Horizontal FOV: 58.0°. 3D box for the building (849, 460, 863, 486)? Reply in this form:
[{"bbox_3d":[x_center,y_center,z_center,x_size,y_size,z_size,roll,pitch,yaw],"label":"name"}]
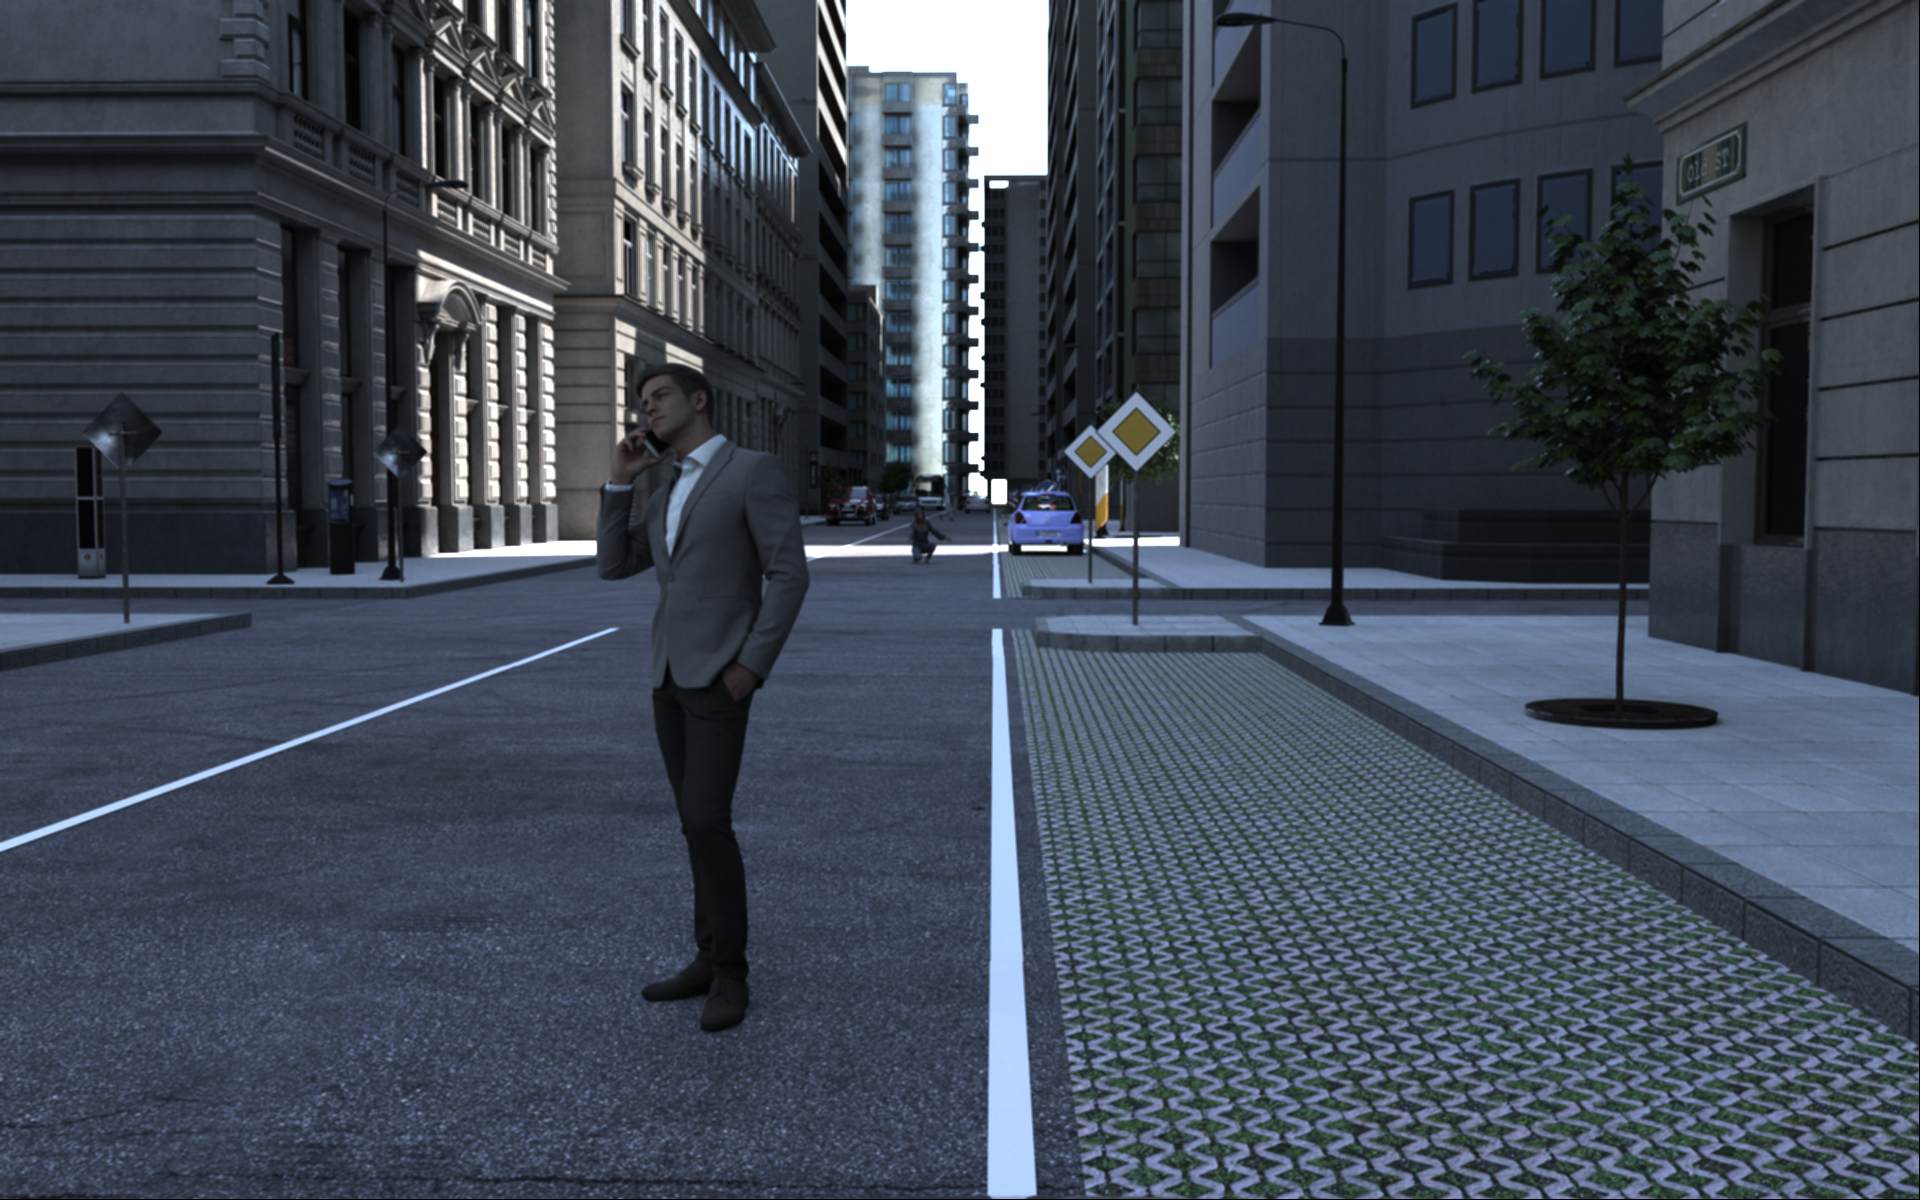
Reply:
[{"bbox_3d":[-18.016,-42.390,131.330,20.563,71.187,20.611,0,4,1],"label":"building"}]

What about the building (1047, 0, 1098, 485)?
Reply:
[{"bbox_3d":[17.736,-31.190,133.665,21.300,48.544,21.600,0,4,1],"label":"building"}]

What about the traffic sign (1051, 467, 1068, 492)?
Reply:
[{"bbox_3d":[4.724,-5.024,82.248,0.768,2.556,0.104,1,4,9],"label":"traffic sign"}]

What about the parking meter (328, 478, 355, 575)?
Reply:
[{"bbox_3d":[-9.888,-1.179,27.686,0.372,1.533,0.369,0,3,0],"label":"parking meter"}]

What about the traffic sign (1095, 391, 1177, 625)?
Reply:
[{"bbox_3d":[1.717,-0.812,16.927,0.795,2.450,0.064,0,4,1],"label":"traffic sign"}]

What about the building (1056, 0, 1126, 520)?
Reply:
[{"bbox_3d":[15.644,-39.748,88.127,20.563,71.187,20.611,0,4,1],"label":"building"}]

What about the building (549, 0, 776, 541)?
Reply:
[{"bbox_3d":[-16.348,-13.938,61.166,16.112,22.955,30.059,0,4,1],"label":"building"}]

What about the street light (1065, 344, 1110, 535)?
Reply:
[{"bbox_3d":[3.948,-4.971,53.822,1.470,5.913,1.316,0,4,1],"label":"street light"}]

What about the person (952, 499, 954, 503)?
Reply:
[{"bbox_3d":[-0.908,-8.211,146.004,1.065,1.426,0.557,3,5,40],"label":"person"}]

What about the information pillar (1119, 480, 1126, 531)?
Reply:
[{"bbox_3d":[5.635,-4.186,59.790,0.183,3.616,0.504,1,4,20],"label":"information pillar"}]

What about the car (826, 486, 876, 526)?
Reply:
[{"bbox_3d":[-4.969,-4.341,79.647,2.281,1.827,5.304,0,4,1],"label":"car"}]

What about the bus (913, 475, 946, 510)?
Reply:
[{"bbox_3d":[-2.749,-9.966,157.803,2.948,3.499,13.247,0,4,-1],"label":"bus"}]

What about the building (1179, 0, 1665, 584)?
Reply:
[{"bbox_3d":[19.370,-29.998,32.460,28.212,58.520,21.231,0,4,1],"label":"building"}]

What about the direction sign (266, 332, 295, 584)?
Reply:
[{"bbox_3d":[-9.718,-1.998,24.667,0.379,3.537,0.876,-2,4,-26],"label":"direction sign"}]

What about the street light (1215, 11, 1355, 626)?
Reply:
[{"bbox_3d":[3.161,-2.710,16.849,1.470,5.913,1.316,0,4,1],"label":"street light"}]

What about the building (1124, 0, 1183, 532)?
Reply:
[{"bbox_3d":[12.993,-17.884,64.105,14.160,30.474,14.107,0,4,1],"label":"building"}]

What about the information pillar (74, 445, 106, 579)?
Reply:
[{"bbox_3d":[-13.165,-1.328,26.212,0.304,2.012,0.304,0,4,-5],"label":"information pillar"}]

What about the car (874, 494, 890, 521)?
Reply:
[{"bbox_3d":[-4.822,-5.197,94.754,2.009,1.686,4.222,0,4,1],"label":"car"}]

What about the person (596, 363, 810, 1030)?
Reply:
[{"bbox_3d":[-0.729,0.234,4.850,0.473,1.802,0.592,-2,4,-32],"label":"person"}]

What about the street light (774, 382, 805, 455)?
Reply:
[{"bbox_3d":[-7.106,-6.069,71.762,1.470,5.913,1.316,0,4,1],"label":"street light"}]

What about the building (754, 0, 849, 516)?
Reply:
[{"bbox_3d":[-18.716,-29.801,110.941,21.300,48.544,21.600,0,4,1],"label":"building"}]

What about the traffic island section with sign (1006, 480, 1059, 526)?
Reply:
[{"bbox_3d":[2.400,-2.542,50.194,1.989,1.847,2.006,0,4,1],"label":"traffic island section with sign"}]

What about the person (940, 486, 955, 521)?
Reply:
[{"bbox_3d":[-0.685,-5.190,93.232,0.818,1.842,0.514,1,4,15],"label":"person"}]

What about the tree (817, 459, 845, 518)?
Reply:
[{"bbox_3d":[-7.037,-6.111,94.521,1.663,3.219,1.824,0,3,0],"label":"tree"}]

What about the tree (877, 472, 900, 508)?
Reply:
[{"bbox_3d":[-6.357,-9.927,156.902,1.663,3.219,1.824,0,3,0],"label":"tree"}]

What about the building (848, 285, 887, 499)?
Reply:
[{"bbox_3d":[-22.142,-19.367,161.687,28.899,21.520,27.650,0,4,1],"label":"building"}]

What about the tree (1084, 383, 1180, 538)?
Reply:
[{"bbox_3d":[5.237,-4.137,51.361,4.285,4.588,4.351,0,3,0],"label":"tree"}]

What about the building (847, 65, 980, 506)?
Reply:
[{"bbox_3d":[-12.991,-35.275,196.361,30.456,49.044,23.786,0,4,1],"label":"building"}]

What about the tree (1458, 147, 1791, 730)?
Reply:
[{"bbox_3d":[3.651,-0.931,9.829,1.663,3.219,1.824,0,3,0],"label":"tree"}]

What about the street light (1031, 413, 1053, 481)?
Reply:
[{"bbox_3d":[4.754,-7.751,99.272,1.470,5.913,1.316,0,4,1],"label":"street light"}]

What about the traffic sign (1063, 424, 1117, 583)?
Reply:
[{"bbox_3d":[1.874,-1.301,24.910,0.795,2.450,0.064,0,4,1],"label":"traffic sign"}]

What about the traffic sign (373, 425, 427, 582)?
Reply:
[{"bbox_3d":[-8.117,-1.314,25.128,0.795,2.450,0.064,0,4,1],"label":"traffic sign"}]

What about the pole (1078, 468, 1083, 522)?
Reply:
[{"bbox_3d":[4.999,-4.771,71.847,0.158,3.312,0.155,0,3,0],"label":"pole"}]

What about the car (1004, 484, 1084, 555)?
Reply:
[{"bbox_3d":[2.026,-1.952,41.508,1.945,1.707,3.694,0,4,0],"label":"car"}]

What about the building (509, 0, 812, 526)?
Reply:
[{"bbox_3d":[-13.867,-15.735,86.150,11.050,23.489,19.941,0,4,1],"label":"building"}]

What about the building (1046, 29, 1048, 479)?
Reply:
[{"bbox_3d":[15.719,-31.603,166.820,14.600,45.320,14.200,0,4,1],"label":"building"}]

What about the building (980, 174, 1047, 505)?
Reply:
[{"bbox_3d":[14.305,-31.049,199.524,23.993,40.220,32.217,0,4,1],"label":"building"}]

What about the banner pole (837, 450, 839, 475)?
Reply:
[{"bbox_3d":[-6.953,-6.644,98.646,0.401,3.779,0.863,0,4,2],"label":"banner pole"}]

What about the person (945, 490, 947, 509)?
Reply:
[{"bbox_3d":[-1.302,-9.999,171.981,0.705,1.824,1.348,2,4,27],"label":"person"}]

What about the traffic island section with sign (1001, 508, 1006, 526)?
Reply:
[{"bbox_3d":[2.941,-4.191,77.144,1.989,1.847,2.006,0,4,1],"label":"traffic island section with sign"}]

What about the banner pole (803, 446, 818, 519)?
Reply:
[{"bbox_3d":[-7.740,-6.103,89.805,0.863,3.779,0.401,1,4,23],"label":"banner pole"}]

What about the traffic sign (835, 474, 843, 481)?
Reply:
[{"bbox_3d":[-6.820,-5.791,95.864,0.795,2.450,0.064,0,4,2],"label":"traffic sign"}]

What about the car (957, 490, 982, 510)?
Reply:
[{"bbox_3d":[0.891,-9.085,157.220,2.281,1.827,5.304,0,4,2],"label":"car"}]

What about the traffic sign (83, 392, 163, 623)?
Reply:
[{"bbox_3d":[-8.275,-0.826,17.144,0.795,2.450,0.064,0,4,1],"label":"traffic sign"}]

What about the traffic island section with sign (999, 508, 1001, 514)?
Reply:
[{"bbox_3d":[3.925,-7.223,126.722,1.989,1.847,2.006,0,4,1],"label":"traffic island section with sign"}]

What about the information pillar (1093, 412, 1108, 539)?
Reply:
[{"bbox_3d":[4.034,-3.546,49.326,0.183,3.616,0.504,-2,4,-34],"label":"information pillar"}]

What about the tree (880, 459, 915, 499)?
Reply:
[{"bbox_3d":[-5.890,-11.016,163.821,4.285,4.588,4.351,0,3,0],"label":"tree"}]

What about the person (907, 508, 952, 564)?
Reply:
[{"bbox_3d":[-0.672,-1.326,35.680,1.012,1.151,0.738,-1,4,-14],"label":"person"}]

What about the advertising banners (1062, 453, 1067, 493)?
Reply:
[{"bbox_3d":[4.456,-4.748,73.815,0.090,3.025,2.074,0,4,-1],"label":"advertising banners"}]

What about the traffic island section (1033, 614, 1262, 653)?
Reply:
[{"bbox_3d":[1.740,0.323,17.004,2.009,0.180,2.903,0,4,1],"label":"traffic island section"}]

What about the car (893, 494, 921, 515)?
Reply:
[{"bbox_3d":[-3.740,-6.784,122.921,2.014,1.417,4.499,0,4,3],"label":"car"}]

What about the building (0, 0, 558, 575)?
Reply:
[{"bbox_3d":[-15.644,-12.679,36.177,11.050,23.489,19.941,0,4,1],"label":"building"}]

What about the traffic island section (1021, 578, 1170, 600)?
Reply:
[{"bbox_3d":[1.898,-0.166,24.987,2.009,0.180,2.903,0,4,1],"label":"traffic island section"}]

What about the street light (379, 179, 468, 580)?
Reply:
[{"bbox_3d":[-7.964,-3.253,25.734,1.470,5.913,1.316,0,4,1],"label":"street light"}]

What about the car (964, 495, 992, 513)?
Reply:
[{"bbox_3d":[1.339,-7.169,129.578,2.083,1.381,4.827,0,4,1],"label":"car"}]
